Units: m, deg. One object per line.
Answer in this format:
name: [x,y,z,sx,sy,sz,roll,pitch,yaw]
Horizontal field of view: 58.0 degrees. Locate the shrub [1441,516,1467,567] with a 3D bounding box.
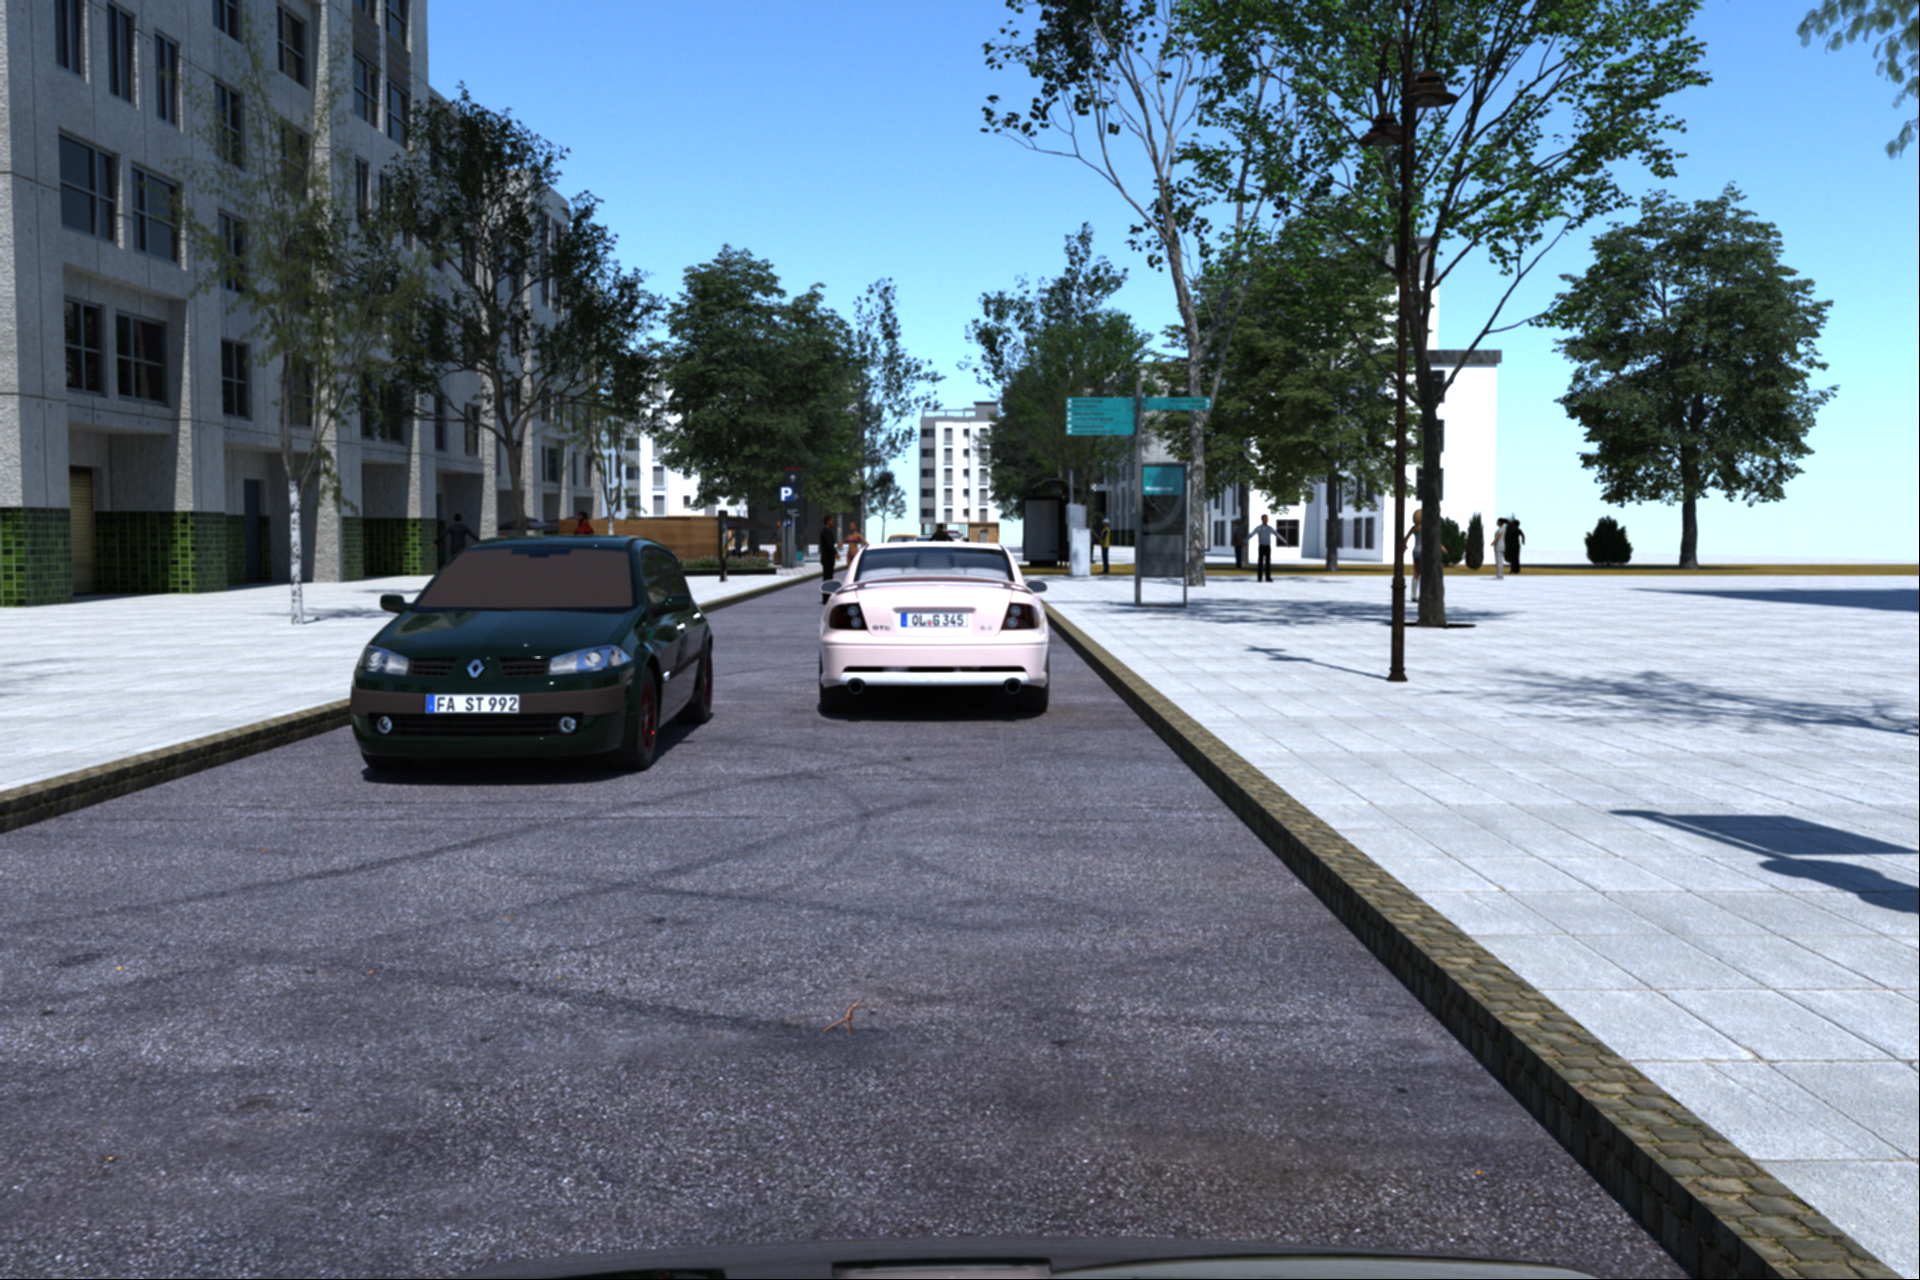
shrub: [18.902,-3.847,67.324,1.690,2.028,1.600,0,3,0]

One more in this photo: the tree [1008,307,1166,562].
tree: [5.787,-9.355,78.715,9.928,11.665,9.643,0,3,0]

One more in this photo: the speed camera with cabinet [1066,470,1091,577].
speed camera with cabinet: [3.608,-3.564,52.601,0.660,3.252,2.038,0,4,0]

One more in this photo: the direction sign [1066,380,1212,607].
direction sign: [3.106,-2.500,29.644,2.525,3.948,1.411,0,4,0]

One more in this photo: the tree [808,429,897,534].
tree: [-8.782,-12.717,142.342,8.767,10.594,7.601,2,4,28]

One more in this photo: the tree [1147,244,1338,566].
tree: [10.897,-9.204,68.618,7.486,12.596,7.792,0,3,0]

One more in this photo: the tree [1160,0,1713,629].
tree: [6.403,-5.991,23.712,9.928,11.665,9.643,0,3,0]

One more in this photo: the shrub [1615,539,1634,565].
shrub: [27.786,-3.773,72.810,1.383,1.207,1.383,0,3,0]

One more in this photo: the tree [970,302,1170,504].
tree: [6.065,-11.066,91.300,12.009,13.543,11.850,0,3,0]

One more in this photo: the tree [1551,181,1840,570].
tree: [26.236,-9.515,62.223,9.857,13.997,8.962,0,3,0]

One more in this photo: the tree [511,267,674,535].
tree: [-9.157,-5.857,46.132,4.360,8.622,3.978,0,3,0]

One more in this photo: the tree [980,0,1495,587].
tree: [6.016,-11.289,40.463,12.611,20.169,13.585,0,3,0]

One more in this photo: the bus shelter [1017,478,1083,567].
bus shelter: [3.357,-4.389,65.688,2.014,3.302,5.546,0,4,-2]

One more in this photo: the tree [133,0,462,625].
tree: [-9.652,-4.524,24.327,4.360,8.622,3.978,0,3,0]

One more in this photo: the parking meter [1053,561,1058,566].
parking meter: [3.807,-3.957,70.402,0.399,1.863,0.255,0,4,-2]

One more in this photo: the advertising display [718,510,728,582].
advertising display: [-6.391,-2.540,46.743,0.123,1.923,0.974,0,4,1]

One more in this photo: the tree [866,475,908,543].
tree: [-10.880,-19.343,250.673,7.601,10.594,8.767,0,4,6]

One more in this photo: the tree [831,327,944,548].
tree: [-8.166,-18.472,157.908,12.611,20.169,13.585,0,3,0]

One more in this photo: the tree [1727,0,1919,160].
tree: [6.344,-3.655,10.128,4.360,8.622,3.978,0,3,0]

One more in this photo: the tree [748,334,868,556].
tree: [-9.275,-11.063,99.001,7.486,12.596,7.792,0,3,0]

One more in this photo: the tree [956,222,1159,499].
tree: [6.095,-15.393,107.562,12.611,20.169,13.585,0,3,0]

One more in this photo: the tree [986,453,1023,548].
tree: [5.892,-13.989,154.473,9.928,11.665,9.643,0,3,0]

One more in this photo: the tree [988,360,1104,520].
tree: [6.272,-13.303,124.160,9.857,13.997,8.962,0,3,0]

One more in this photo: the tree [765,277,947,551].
tree: [-7.638,-16.599,127.278,12.611,20.169,13.585,0,3,0]

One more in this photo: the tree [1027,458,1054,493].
tree: [6.155,-11.222,133.846,4.360,8.622,3.978,0,3,0]

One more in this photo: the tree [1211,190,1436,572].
tree: [12.135,-8.561,58.096,7.486,12.596,7.792,0,3,0]

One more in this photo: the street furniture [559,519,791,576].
street furniture: [-9.177,-2.925,54.675,11.010,1.723,9.812,-3,5,-41]

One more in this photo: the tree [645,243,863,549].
tree: [-9.087,-10.348,75.852,9.857,13.997,8.962,0,3,0]

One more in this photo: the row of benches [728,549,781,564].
row of benches: [-8.595,-3.539,73.320,4.104,0.672,1.422,1,4,11]

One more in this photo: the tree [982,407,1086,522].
tree: [6.411,-14.428,142.560,9.857,13.997,8.962,0,3,0]

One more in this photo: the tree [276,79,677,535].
tree: [-9.315,-6.208,35.913,7.601,10.594,8.767,2,4,26]

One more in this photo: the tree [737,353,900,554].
tree: [-9.040,-12.336,112.062,12.009,13.543,11.850,0,3,0]

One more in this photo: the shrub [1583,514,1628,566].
shrub: [25.716,-3.969,68.938,1.661,2.075,1.752,0,3,0]

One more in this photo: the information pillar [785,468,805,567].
information pillar: [-6.502,-4.805,67.943,0.750,3.857,0.750,0,4,1]

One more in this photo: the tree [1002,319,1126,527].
tree: [4.140,-6.630,58.756,4.360,8.622,3.978,0,3,0]

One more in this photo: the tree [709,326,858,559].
tree: [-8.997,-9.909,87.769,9.928,11.665,9.643,0,3,0]
